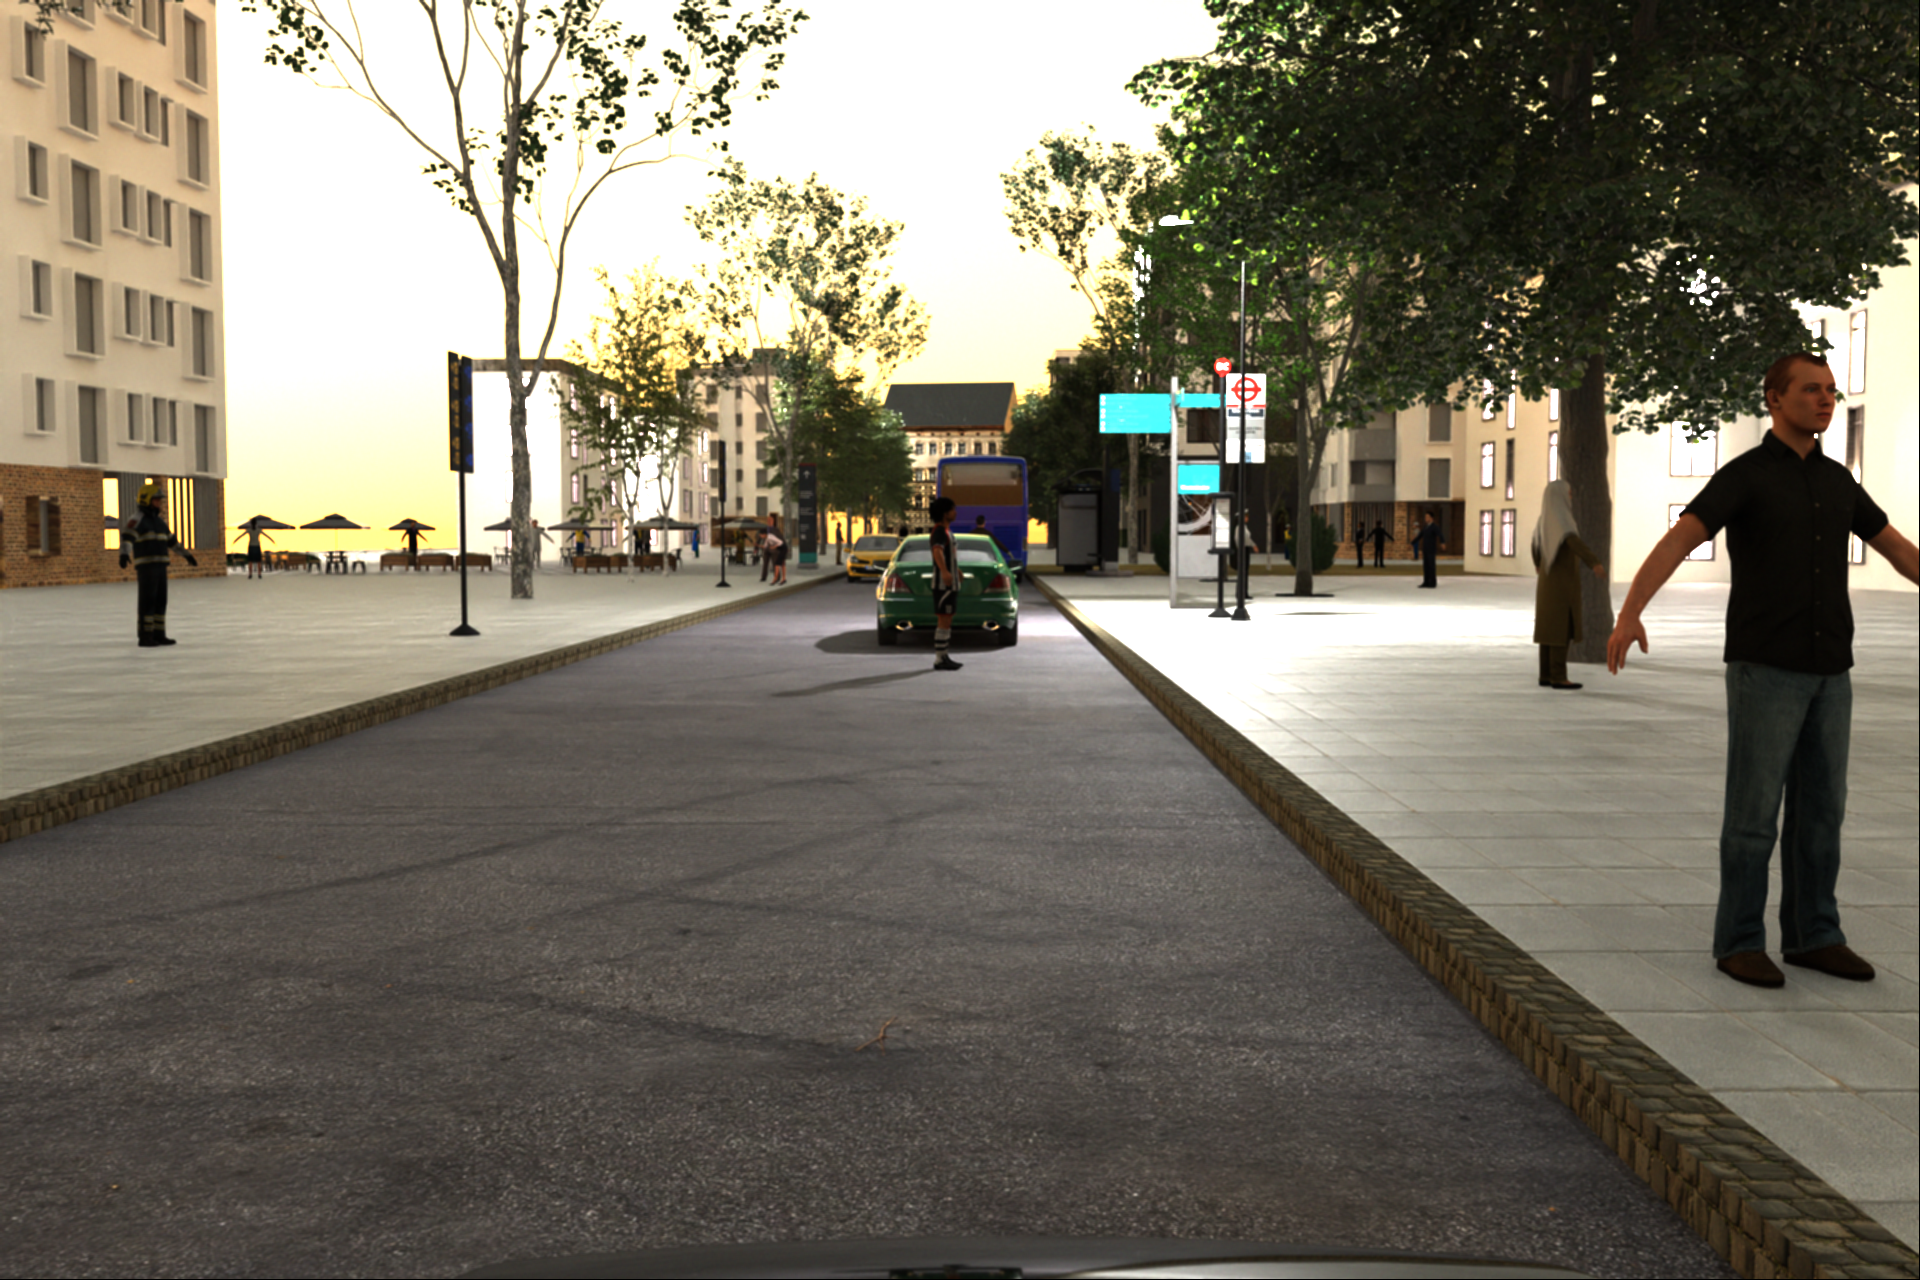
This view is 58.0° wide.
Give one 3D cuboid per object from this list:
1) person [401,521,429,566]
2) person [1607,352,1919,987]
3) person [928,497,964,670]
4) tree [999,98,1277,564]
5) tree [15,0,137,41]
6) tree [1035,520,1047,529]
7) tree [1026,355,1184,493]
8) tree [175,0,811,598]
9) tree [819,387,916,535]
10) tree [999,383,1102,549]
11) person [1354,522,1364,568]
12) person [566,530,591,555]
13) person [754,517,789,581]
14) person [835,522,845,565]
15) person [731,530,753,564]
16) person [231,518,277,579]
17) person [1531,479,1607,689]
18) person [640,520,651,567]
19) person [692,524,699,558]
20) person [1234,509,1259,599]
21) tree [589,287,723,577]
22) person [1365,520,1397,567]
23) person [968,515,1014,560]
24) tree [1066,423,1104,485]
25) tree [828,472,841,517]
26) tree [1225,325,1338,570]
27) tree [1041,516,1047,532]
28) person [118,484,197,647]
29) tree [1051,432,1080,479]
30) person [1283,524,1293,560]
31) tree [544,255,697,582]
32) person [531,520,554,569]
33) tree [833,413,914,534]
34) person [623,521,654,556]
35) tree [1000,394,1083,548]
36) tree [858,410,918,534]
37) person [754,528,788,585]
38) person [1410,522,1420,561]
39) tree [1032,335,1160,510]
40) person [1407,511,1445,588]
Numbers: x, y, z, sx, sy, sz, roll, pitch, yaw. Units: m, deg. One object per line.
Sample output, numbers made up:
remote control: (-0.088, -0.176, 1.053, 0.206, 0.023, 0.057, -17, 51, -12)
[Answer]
person: (-21.829, -3.852, 69.200, 0.704, 1.802, 1.346, 2, 4, 32)
person: (2.416, 0.074, 5.004, 1.348, 1.803, 0.705, -1, 4, -15)
person: (-0.135, -0.598, 18.372, 0.704, 1.843, 1.345, 0, 4, 5)
tree: (8.887, -13.308, 73.471, 12.611, 20.169, 13.585, 0, 3, 0)
tree: (-8.913, -6.021, 8.813, 12.009, 13.543, 11.850, 0, 3, 0)
tree: (13.946, -20.382, 251.364, 7.486, 12.596, 7.792, 0, 3, 0)
tree: (7.495, -9.496, 89.668, 8.767, 10.594, 7.601, 0, 4, 8)
tree: (-9.292, -10.811, 32.646, 12.611, 20.169, 13.585, 0, 3, 0)
tree: (-7.236, -13.189, 133.759, 7.486, 12.596, 7.792, 0, 3, 0)
tree: (7.621, -14.592, 145.229, 9.857, 13.997, 8.962, 0, 3, 0)
person: (15.004, -3.582, 65.289, 0.721, 1.740, 1.216, 0, 4, 3)
person: (-16.875, -4.334, 76.827, 1.349, 1.833, 0.705, 2, 4, 25)
person: (-5.140, -2.475, 47.067, 0.990, 1.755, 0.434, 1, 4, 12)
person: (-5.034, -4.046, 72.419, 0.705, 1.796, 1.348, 0, 4, 6)
person: (-9.405, -4.189, 74.250, 1.354, 1.858, 0.705, 3, 5, 43)
person: (-20.360, -2.638, 49.962, 1.217, 1.735, 0.721, -2, 4, -25)
person: (5.075, -0.471, 14.477, 0.721, 1.736, 1.217, 0, 4, -5)
person: (-12.211, -3.749, 67.431, 0.705, 1.813, 1.348, 0, 4, 2)
person: (-14.015, -5.243, 91.856, 0.704, 1.817, 1.347, -1, 4, -18)
person: (5.672, -1.699, 34.246, 0.721, 1.778, 1.216, 0, 4, -7)
tree: (-8.743, -6.186, 51.498, 4.360, 8.622, 3.978, 0, 3, 0)
person: (16.147, -3.697, 66.633, 1.347, 1.806, 0.705, 3, 5, 44)
person: (0.428, -1.613, 34.962, 1.346, 1.812, 0.704, 1, 4, 19)
tree: (7.853, -9.847, 111.363, 4.360, 8.622, 3.978, 0, 3, 0)
tree: (-20.661, -20.822, 250.806, 12.009, 13.543, 11.850, 0, 3, 0)
tree: (10.826, -6.815, 61.792, 4.360, 8.622, 3.978, 0, 3, 0)
tree: (12.508, -17.954, 243.911, 4.737, 8.622, 4.395, 0, 3, 0)
person: (-9.231, -0.860, 19.830, 0.704, 1.858, 1.351, 1, 4, 9)
tree: (7.569, -10.567, 123.128, 4.360, 8.622, 3.978, 0, 3, 0)
person: (16.317, -4.850, 85.761, 0.721, 1.772, 1.216, -1, 4, -22)
tree: (-8.872, -5.857, 46.133, 4.737, 8.622, 4.395, 0, 3, 0)
person: (-15.672, -3.531, 63.917, 1.347, 1.806, 0.705, -1, 4, -16)
tree: (-7.809, -13.580, 147.793, 9.928, 11.665, 9.643, 0, 3, 0)
person: (-13.699, -4.163, 73.848, 1.354, 1.856, 0.705, -2, 4, -23)
tree: (8.515, -15.299, 156.800, 9.857, 13.997, 8.962, 0, 3, 0)
tree: (-7.205, -14.676, 158.071, 7.486, 12.596, 7.792, 0, 3, 0)
person: (-4.702, -2.092, 43.438, 0.628, 1.438, 0.799, 2, 4, 32)
person: (21.851, -4.724, 83.098, 0.705, 1.847, 1.347, 2, 4, 25)
tree: (7.673, -11.047, 98.740, 7.486, 12.596, 7.792, 0, 3, 0)
person: (11.189, -2.160, 41.366, 0.704, 1.823, 1.345, -2, 4, -23)
